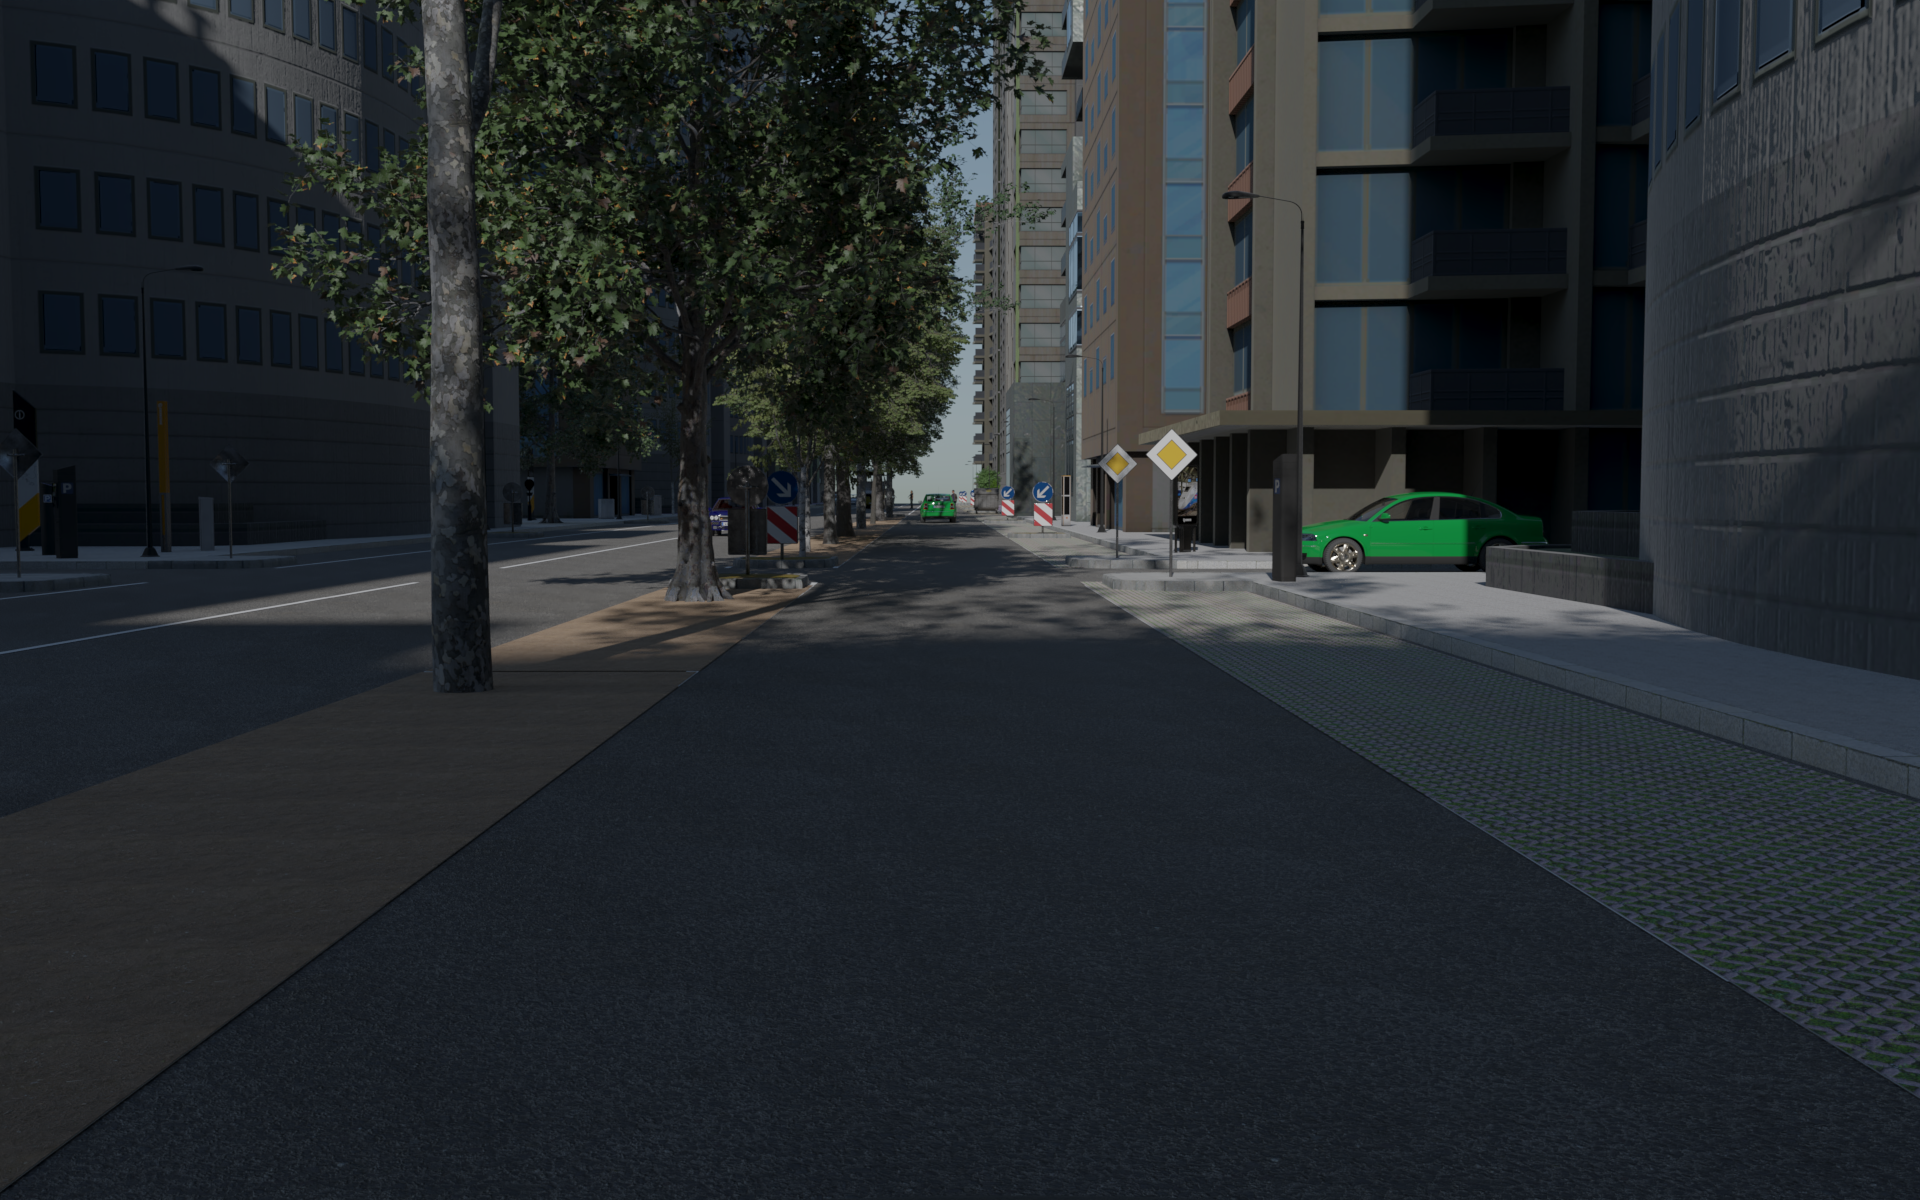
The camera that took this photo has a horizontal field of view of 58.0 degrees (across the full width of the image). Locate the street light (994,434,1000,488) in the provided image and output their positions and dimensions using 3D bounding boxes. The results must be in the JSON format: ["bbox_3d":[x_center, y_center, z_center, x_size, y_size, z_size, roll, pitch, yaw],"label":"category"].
[{"bbox_3d":[3.293,-9.859,133.743,1.470,5.913,1.316,0,4,-1],"label":"street light"}]

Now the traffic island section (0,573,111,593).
[{"bbox_3d":[-14.459,-0.263,26.576,2.009,0.180,2.903,0,4,-1],"label":"traffic island section"}]

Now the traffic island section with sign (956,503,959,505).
[{"bbox_3d":[0.411,-12.746,217.017,1.989,1.847,2.006,0,4,-1],"label":"traffic island section with sign"}]

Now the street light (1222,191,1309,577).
[{"bbox_3d":[4.709,-3.312,26.699,1.470,5.913,1.316,0,4,-1],"label":"street light"}]

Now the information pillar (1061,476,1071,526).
[{"bbox_3d":[4.214,-3.943,68.967,0.304,2.012,0.304,-1,4,-14],"label":"information pillar"}]

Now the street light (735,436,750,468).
[{"bbox_3d":[-17.260,-10.092,137.547,1.470,5.913,1.316,0,4,-1],"label":"street light"}]

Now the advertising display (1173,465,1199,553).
[{"bbox_3d":[4.966,-2.014,38.137,0.123,1.923,0.974,3,4,36],"label":"advertising display"}]

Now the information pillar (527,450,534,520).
[{"bbox_3d":[-20.956,-5.699,84.528,0.183,3.616,0.504,1,4,14],"label":"information pillar"}]

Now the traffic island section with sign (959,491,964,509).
[{"bbox_3d":[1.156,-9.355,161.584,1.989,1.847,2.006,0,4,-1],"label":"traffic island section with sign"}]

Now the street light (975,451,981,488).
[{"bbox_3d":[2.602,-13.053,185.960,1.470,5.913,1.316,0,4,-1],"label":"street light"}]

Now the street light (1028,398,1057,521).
[{"bbox_3d":[3.992,-6.800,83.729,1.470,5.913,1.316,0,4,-1],"label":"street light"}]

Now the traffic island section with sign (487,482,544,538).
[{"bbox_3d":[-14.873,-2.976,57.284,1.989,1.847,2.006,0,4,-1],"label":"traffic island section with sign"}]

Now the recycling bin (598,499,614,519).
[{"bbox_3d":[-18.213,-4.687,89.180,0.722,1.027,0.722,-1,4,-20],"label":"recycling bin"}]

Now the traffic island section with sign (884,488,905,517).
[{"bbox_3d":[-4.483,-6.199,109.496,2.006,1.907,1.989,0,4,-1],"label":"traffic island section with sign"}]

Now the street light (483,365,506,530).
[{"bbox_3d":[-16.317,-5.434,61.386,1.470,5.913,1.316,0,4,-1],"label":"street light"}]

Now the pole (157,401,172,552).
[{"bbox_3d":[-17.491,-2.705,38.067,0.158,3.312,0.155,0,3,0],"label":"pole"}]

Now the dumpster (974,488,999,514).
[{"bbox_3d":[1.879,-7.058,123.621,1.865,1.857,1.264,0,4,-1],"label":"dumpster"}]

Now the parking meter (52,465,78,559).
[{"bbox_3d":[-17.837,-1.761,34.506,0.255,1.863,0.399,3,5,44],"label":"parking meter"}]

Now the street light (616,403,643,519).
[{"bbox_3d":[-16.711,-7.031,87.493,1.470,5.913,1.316,0,4,-1],"label":"street light"}]

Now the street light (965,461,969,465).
[{"bbox_3d":[1.770,-16.543,243.015,1.470,5.913,1.316,0,4,-1],"label":"street light"}]

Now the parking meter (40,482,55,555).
[{"bbox_3d":[-19.093,-1.710,36.370,0.372,1.533,0.369,0,3,0],"label":"parking meter"}]

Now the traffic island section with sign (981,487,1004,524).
[{"bbox_3d":[2.181,-4.621,84.174,1.989,1.847,2.006,0,4,-1],"label":"traffic island section with sign"}]

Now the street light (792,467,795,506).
[{"bbox_3d":[-18.122,-13.547,194.042,1.470,5.913,1.316,0,4,-1],"label":"street light"}]

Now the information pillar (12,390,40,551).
[{"bbox_3d":[-20.996,-2.910,38.939,0.504,3.616,0.183,0,4,-5],"label":"information pillar"}]

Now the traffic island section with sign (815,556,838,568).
[{"bbox_3d":[-3.471,-1.604,34.364,2.006,1.907,1.989,0,4,-1],"label":"traffic island section with sign"}]

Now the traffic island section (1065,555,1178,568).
[{"bbox_3d":[3.174,-0.765,34.792,2.009,0.180,2.903,0,4,-1],"label":"traffic island section"}]

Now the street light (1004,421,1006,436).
[{"bbox_3d":[3.473,-8.397,109.835,1.470,5.913,1.316,0,4,-1],"label":"street light"}]

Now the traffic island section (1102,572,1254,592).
[{"bbox_3d":[3.281,-0.277,26.807,2.009,0.180,2.903,0,4,-1],"label":"traffic island section"}]

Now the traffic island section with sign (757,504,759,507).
[{"bbox_3d":[-15.899,-7.688,134.329,1.989,1.847,2.006,0,4,-1],"label":"traffic island section with sign"}]

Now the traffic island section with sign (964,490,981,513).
[{"bbox_3d":[1.518,-7.707,134.631,1.989,1.847,2.006,0,4,-1],"label":"traffic island section with sign"}]

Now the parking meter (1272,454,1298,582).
[{"bbox_3d":[4.769,-1.207,25.442,0.255,1.863,0.399,-1,4,-11],"label":"parking meter"}]

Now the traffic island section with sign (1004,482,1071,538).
[{"bbox_3d":[2.561,-2.939,56.677,1.989,1.847,2.006,0,4,-1],"label":"traffic island section with sign"}]

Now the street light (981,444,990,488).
[{"bbox_3d":[2.921,-11.456,159.851,1.470,5.913,1.316,0,4,-1],"label":"street light"}]

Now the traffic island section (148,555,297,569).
[{"bbox_3d":[-14.566,-0.751,34.560,2.009,0.180,2.903,0,4,-1],"label":"traffic island section"}]

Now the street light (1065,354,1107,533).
[{"bbox_3d":[4.191,-5.203,57.618,1.470,5.913,1.316,0,4,-1],"label":"street light"}]

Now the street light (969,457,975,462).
[{"bbox_3d":[2.164,-14.946,216.907,1.470,5.913,1.316,0,4,-1],"label":"street light"}]

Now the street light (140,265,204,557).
[{"bbox_3d":[-16.037,-3.837,35.276,1.470,5.913,1.316,0,4,-1],"label":"street light"}]

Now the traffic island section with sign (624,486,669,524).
[{"bbox_3d":[-15.240,-4.635,84.416,1.989,1.847,2.006,0,4,-1],"label":"traffic island section with sign"}]

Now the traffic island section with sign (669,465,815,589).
[{"bbox_3d":[-3.381,-1.151,26.957,2.006,1.907,1.989,0,4,-1],"label":"traffic island section with sign"}]

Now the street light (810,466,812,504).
[{"bbox_3d":[-18.487,-15.164,220.469,1.470,5.913,1.316,0,4,-1],"label":"street light"}]

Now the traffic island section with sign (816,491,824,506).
[{"bbox_3d":[-16.991,-12.714,216.493,1.989,1.847,2.006,0,4,-1],"label":"traffic island section with sign"}]

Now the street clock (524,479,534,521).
[{"bbox_3d":[-20.638,-4.798,83.021,0.471,2.002,0.358,-1,4,-15],"label":"street clock"}]
